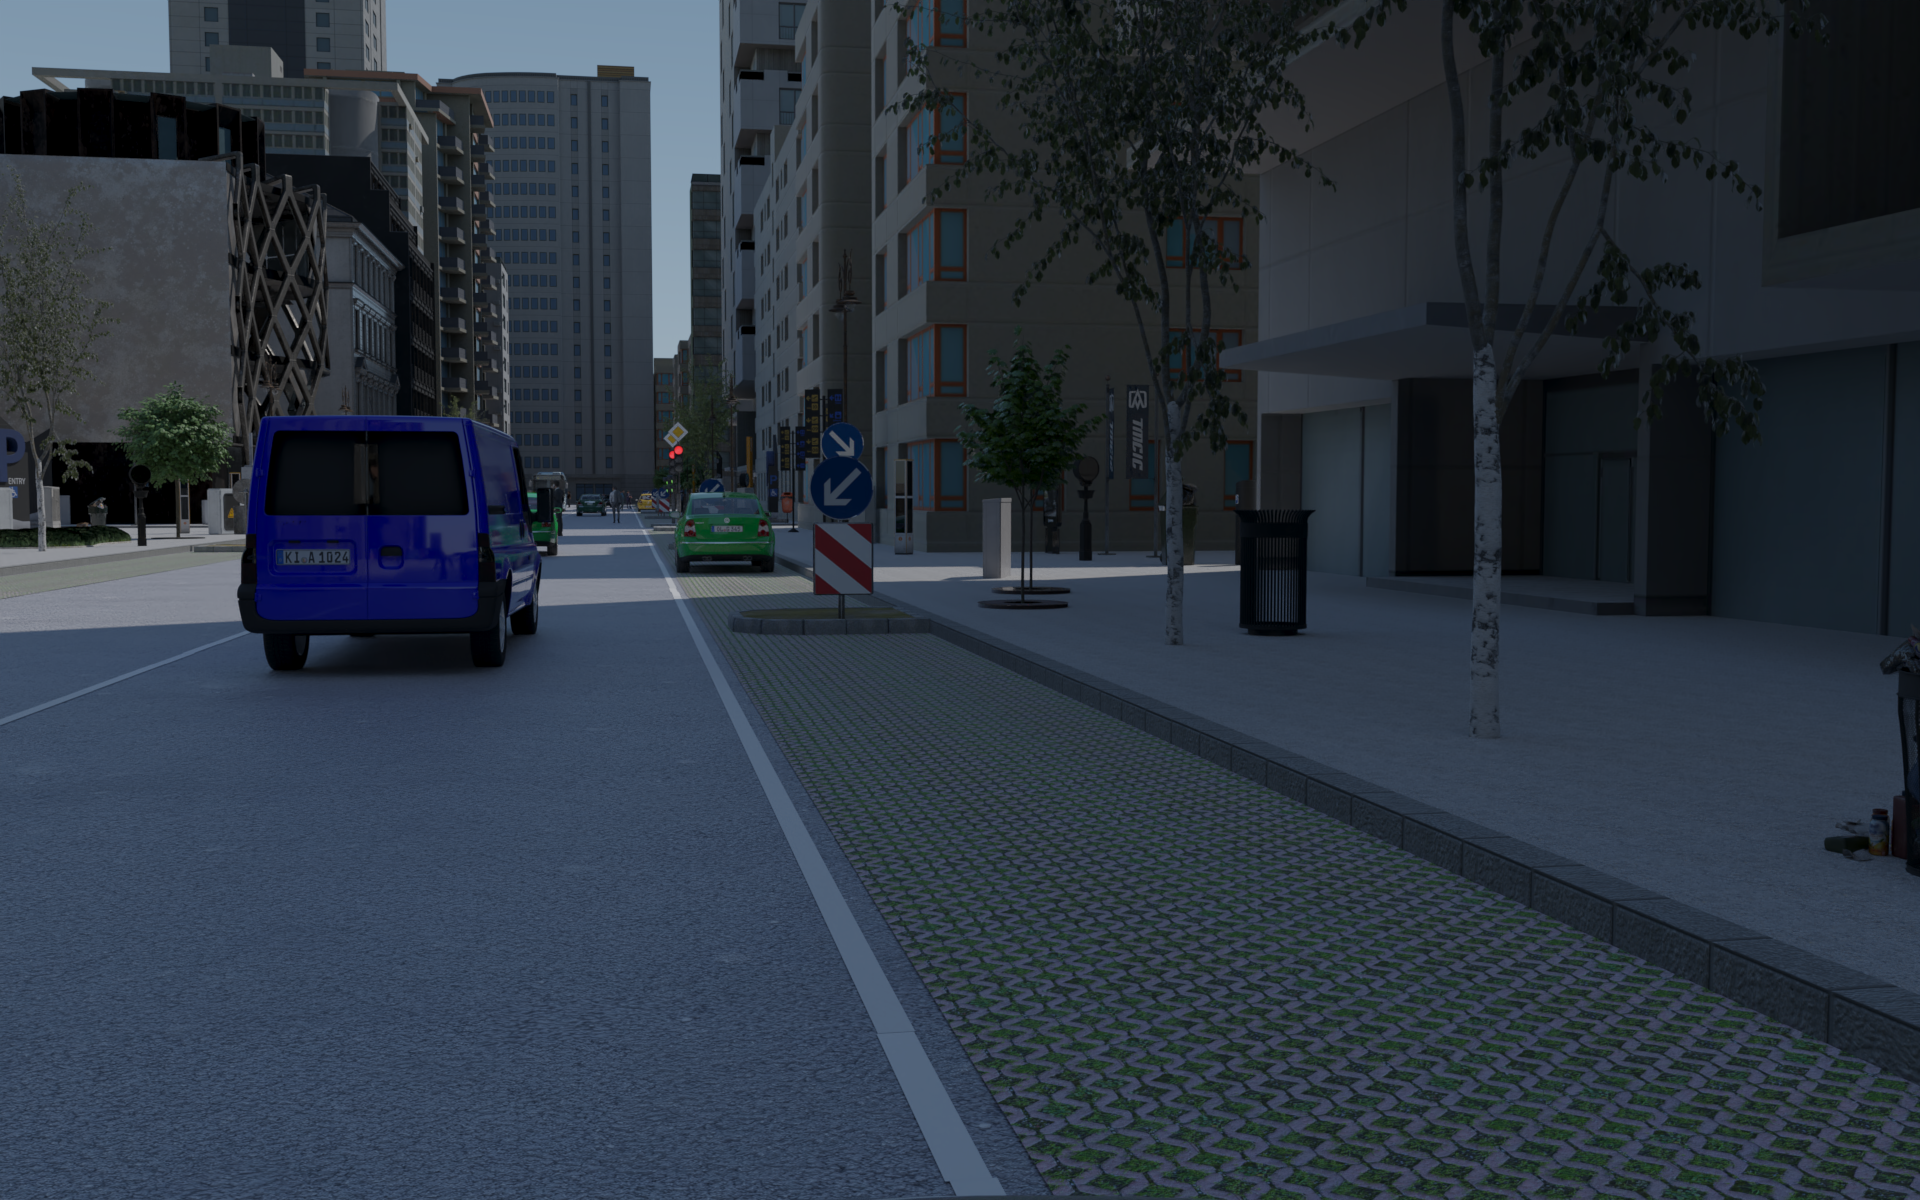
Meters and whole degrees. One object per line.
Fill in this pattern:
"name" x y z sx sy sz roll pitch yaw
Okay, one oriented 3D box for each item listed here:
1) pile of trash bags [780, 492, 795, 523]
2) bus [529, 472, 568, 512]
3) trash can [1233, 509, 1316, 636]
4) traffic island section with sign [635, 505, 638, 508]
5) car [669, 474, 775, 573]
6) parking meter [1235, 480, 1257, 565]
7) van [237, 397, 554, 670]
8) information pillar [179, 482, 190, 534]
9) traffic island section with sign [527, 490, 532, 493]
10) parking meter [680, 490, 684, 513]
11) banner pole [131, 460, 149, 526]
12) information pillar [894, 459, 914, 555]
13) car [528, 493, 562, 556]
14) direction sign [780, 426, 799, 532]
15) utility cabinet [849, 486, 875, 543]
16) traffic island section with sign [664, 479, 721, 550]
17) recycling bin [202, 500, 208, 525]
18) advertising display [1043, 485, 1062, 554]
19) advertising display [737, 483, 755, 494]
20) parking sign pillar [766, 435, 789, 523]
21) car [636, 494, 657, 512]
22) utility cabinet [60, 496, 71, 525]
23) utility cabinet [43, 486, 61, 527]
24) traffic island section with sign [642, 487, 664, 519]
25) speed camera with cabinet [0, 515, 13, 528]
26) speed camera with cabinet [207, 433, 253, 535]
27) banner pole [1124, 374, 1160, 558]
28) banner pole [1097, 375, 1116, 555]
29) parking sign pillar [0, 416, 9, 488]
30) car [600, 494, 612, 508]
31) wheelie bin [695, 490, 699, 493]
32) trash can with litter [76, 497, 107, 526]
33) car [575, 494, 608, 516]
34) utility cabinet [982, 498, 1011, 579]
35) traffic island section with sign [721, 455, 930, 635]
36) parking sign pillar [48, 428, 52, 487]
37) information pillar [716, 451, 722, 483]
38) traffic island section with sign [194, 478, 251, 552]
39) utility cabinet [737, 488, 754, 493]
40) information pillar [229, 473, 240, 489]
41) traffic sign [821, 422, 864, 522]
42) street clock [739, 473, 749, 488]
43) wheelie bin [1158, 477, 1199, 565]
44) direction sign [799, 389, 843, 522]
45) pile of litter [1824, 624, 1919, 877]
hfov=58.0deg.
"pile of trash bags" -8.968 -4.038 75.769 3.447 1.369 1.912 0 4 -6
"bus" -33.403 -8.940 141.024 2.948 3.499 13.247 -1 4 -12
"trash can" 2.865 -0.255 15.831 0.748 1.137 0.748 0 3 0
"traffic island section with sign" -31.749 -10.192 175.268 1.989 1.847 2.006 -1 4 -11
"car" -4.510 -1.469 32.816 1.959 1.807 4.718 -1 4 -10
"parking meter" 5.177 -1.404 31.374 0.372 1.533 0.369 0 3 0
"van" -4.978 -0.701 15.849 2.240 2.365 5.245 -1 4 -9
"information pillar" -25.204 -3.161 56.172 0.304 2.012 0.304 -3 5 -43
"traffic island section with sign" -42.962 -10.061 173.119 1.989 1.847 2.006 -1 4 -11
"parking meter" -19.343 -6.828 120.050 0.372 1.533 0.369 0 3 0
"banner pole" -33.520 -4.939 70.776 0.401 3.779 0.863 2 4 27
"information pillar" -1.188 -1.968 36.676 0.304 2.012 0.304 2 4 29
"car" -10.541 -1.999 41.473 1.959 1.807 4.718 -1 4 -13
"direction sign" -5.591 -4.038 58.022 0.876 3.537 0.379 1 4 11
"utility cabinet" -2.578 -2.236 45.233 0.318 1.500 1.173 -2 4 -25
"traffic island section with sign" -6.598 -2.231 45.109 1.989 1.847 2.006 -1 4 -11
"recycling bin" -31.241 -3.659 72.385 0.722 1.027 0.722 -2 4 -32
"advertising display" 1.987 -1.959 37.236 0.123 1.923 0.974 -1 4 -14
"advertising display" -12.105 -5.672 97.945 0.974 1.923 0.123 0 4 1
"parking sign pillar" -8.426 -5.468 77.867 1.447 3.967 1.447 -1 4 -10
"car" -24.966 -7.862 138.767 2.015 1.641 3.980 -1 4 -11
"utility cabinet" -37.597 -3.723 72.033 1.020 1.237 0.306 -2 4 -34
"utility cabinet" -26.070 -2.508 49.680 0.318 1.500 1.173 -1 4 -18
"traffic island section with sign" -17.191 -5.581 99.884 1.989 1.847 2.006 -1 4 -11
"speed camera with cabinet" -25.954 -3.133 45.566 2.038 3.252 0.660 1 4 18
"speed camera with cabinet" -23.044 -3.732 55.352 0.660 3.252 2.038 2 4 25
"banner pole" 3.735 -2.748 34.940 0.863 3.779 0.401 -1 4 -8
"banner pole" 3.130 -2.826 36.221 0.401 3.779 0.863 0 4 -7
"parking sign pillar" -28.514 -3.874 51.804 1.447 3.967 1.447 1 4 12
"car" -37.614 -10.591 182.952 2.009 1.686 4.222 -1 4 -12
"wheelie bin" -18.898 -7.166 125.065 0.693 1.594 0.980 0 4 8
"trash can with litter" -29.942 -2.950 59.617 1.055 1.170 0.624 0 4 -7
"car" -24.071 -6.200 113.161 2.131 1.459 4.920 -1 4 -9
"utility cabinet" 0.565 -0.954 26.759 0.306 1.237 1.020 1 4 10
"traffic island section with sign" -1.455 -0.601 18.455 1.989 1.847 2.006 -1 4 -11
"parking sign pillar" -37.692 -5.014 70.445 1.447 3.967 1.447 -3 5 -40
"information pillar" -12.921 -6.217 93.007 0.183 3.616 0.504 -3 4 -38
"traffic island section with sign" -17.887 -2.121 43.302 1.989 1.847 2.006 -1 4 -11
"utility cabinet" -7.349 -3.091 59.221 0.318 1.500 1.173 0 4 7
"information pillar" -24.908 -3.367 59.536 0.304 2.012 0.304 -2 4 -32
"traffic sign" -2.094 -1.877 30.787 0.768 2.556 0.104 -1 4 -9
"street clock" -7.475 -3.396 60.089 0.358 2.002 0.471 1 4 10
"wheelie bin" 3.964 -1.434 31.358 0.693 1.594 0.980 0 4 -3
"direction sign" -2.935 -2.778 37.421 0.876 3.537 0.379 1 4 18
"pile of litter" 3.620 0.497 5.847 1.176 0.858 1.719 1 4 16
